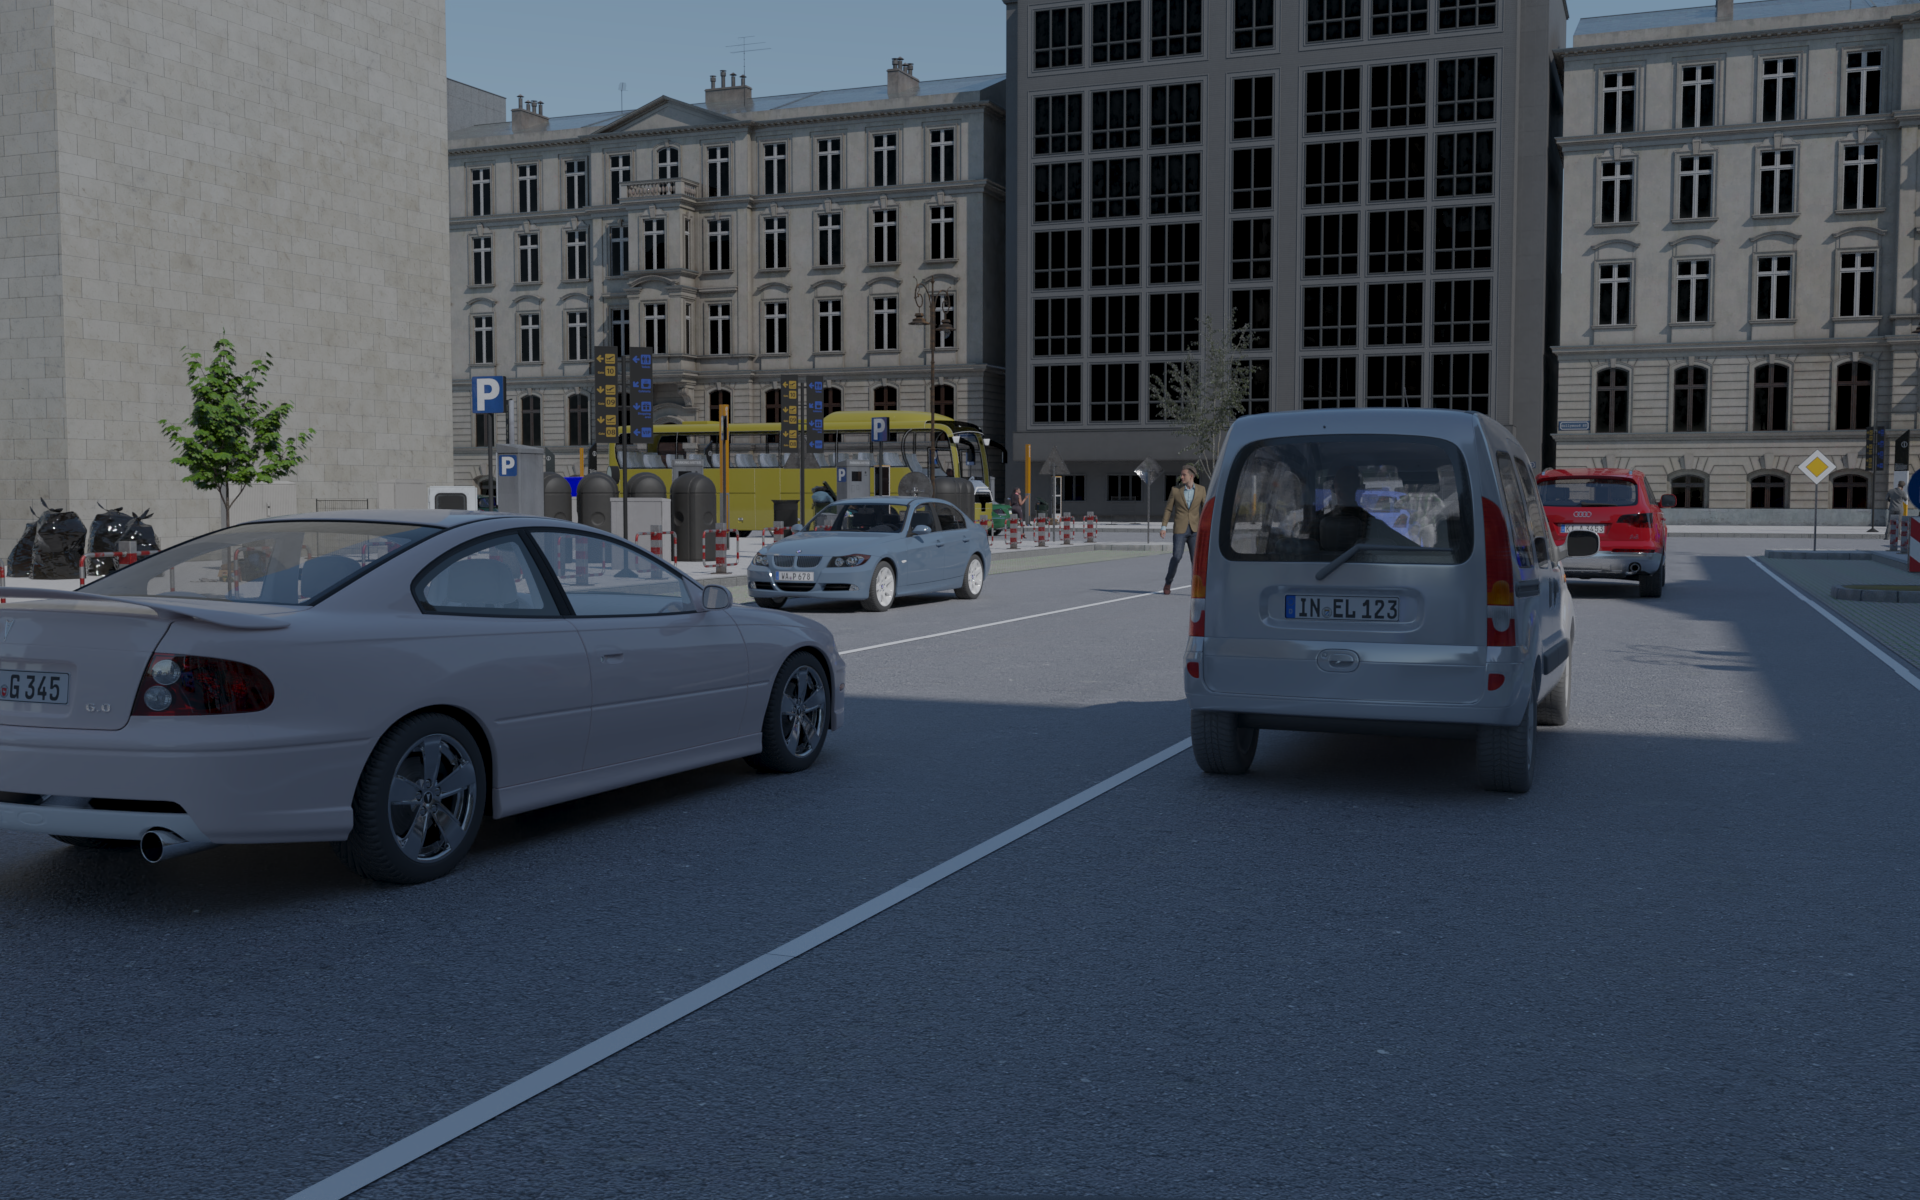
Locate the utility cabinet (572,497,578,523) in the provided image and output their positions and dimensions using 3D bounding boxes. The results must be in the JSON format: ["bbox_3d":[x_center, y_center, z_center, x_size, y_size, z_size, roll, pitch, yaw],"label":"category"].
[{"bbox_3d":[-8.947,-1.714,39.191,0.306,1.237,1.020,0,4,7],"label":"utility cabinet"}]

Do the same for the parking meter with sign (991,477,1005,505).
[{"bbox_3d":[1.095,-4.666,72.554,1.738,3.016,0.543,-3,4,-38],"label":"parking meter with sign"}]

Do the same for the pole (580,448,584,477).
[{"bbox_3d":[-16.713,-5.061,76.594,0.158,3.312,0.155,0,3,0],"label":"pole"}]

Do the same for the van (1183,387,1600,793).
[{"bbox_3d":[2.538,-0.174,9.858,2.013,2.044,4.112,1,4,23],"label":"van"}]

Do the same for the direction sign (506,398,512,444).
[{"bbox_3d":[-10.778,-3.027,41.486,0.379,3.537,0.876,-2,4,-23],"label":"direction sign"}]

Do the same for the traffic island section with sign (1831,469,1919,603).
[{"bbox_3d":[12.947,-0.905,23.423,1.989,1.847,2.006,1,4,22],"label":"traffic island section with sign"}]

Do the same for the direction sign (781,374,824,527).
[{"bbox_3d":[-3.000,-2.510,33.029,0.876,3.537,0.379,-2,4,-30],"label":"direction sign"}]

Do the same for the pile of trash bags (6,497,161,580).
[{"bbox_3d":[-14.118,-1.025,26.510,3.447,1.369,1.912,-2,4,-31],"label":"pile of trash bags"}]

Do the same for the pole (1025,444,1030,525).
[{"bbox_3d":[2.789,-4.729,71.155,0.158,3.312,0.155,0,3,0],"label":"pole"}]

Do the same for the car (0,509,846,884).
[{"bbox_3d":[-2.233,0.269,7.961,2.083,1.381,4.827,2,4,24],"label":"car"}]

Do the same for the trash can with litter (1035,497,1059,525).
[{"bbox_3d":[3.609,-3.667,71.346,1.055,1.170,0.624,1,4,20],"label":"trash can with litter"}]

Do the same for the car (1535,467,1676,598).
[{"bbox_3d":[9.397,-1.044,25.737,2.281,1.827,5.304,1,4,23],"label":"car"}]

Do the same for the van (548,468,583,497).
[{"bbox_3d":[-13.669,-3.475,61.195,5.245,2.365,2.240,1,4,21],"label":"van"}]

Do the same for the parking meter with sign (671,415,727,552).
[{"bbox_3d":[-6.047,-2.576,38.378,1.738,3.016,0.543,-1,4,-12],"label":"parking meter with sign"}]

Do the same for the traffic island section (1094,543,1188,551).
[{"bbox_3d":[4.850,-1.378,44.808,2.009,0.180,2.903,1,4,22],"label":"traffic island section"}]

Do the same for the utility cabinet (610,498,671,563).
[{"bbox_3d":[-5.389,-1.107,29.260,1.020,1.237,0.306,1,4,22],"label":"utility cabinet"}]

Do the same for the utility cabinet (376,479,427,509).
[{"bbox_3d":[-8.425,-1.069,26.149,0.318,1.500,1.173,0,4,5],"label":"utility cabinet"}]

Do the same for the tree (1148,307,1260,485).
[{"bbox_3d":[9.846,-7.218,68.385,4.360,8.622,3.978,0,3,0],"label":"tree"}]

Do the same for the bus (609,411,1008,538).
[{"bbox_3d":[-4.786,-3.739,52.683,12.252,3.916,2.896,1,4,21],"label":"bus"}]

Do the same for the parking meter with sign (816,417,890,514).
[{"bbox_3d":[-2.407,-2.598,38.733,1.738,3.016,0.543,-3,5,-43],"label":"parking meter with sign"}]

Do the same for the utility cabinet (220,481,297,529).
[{"bbox_3d":[-11.842,-1.261,29.289,0.318,1.500,1.173,3,5,44],"label":"utility cabinet"}]

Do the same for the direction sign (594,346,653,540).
[{"bbox_3d":[-5.161,-2.120,26.662,0.876,3.537,0.379,-1,4,-16],"label":"direction sign"}]

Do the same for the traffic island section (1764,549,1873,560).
[{"bbox_3d":[19.246,-1.020,38.964,2.009,0.180,2.903,1,4,22],"label":"traffic island section"}]

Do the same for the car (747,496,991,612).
[{"bbox_3d":[-1.081,-0.657,22.739,2.014,1.417,4.499,2,4,24],"label":"car"}]

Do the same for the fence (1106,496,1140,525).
[{"bbox_3d":[6.897,-3.781,73.020,0.480,1.192,2.264,2,4,33],"label":"fence"}]

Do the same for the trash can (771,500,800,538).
[{"bbox_3d":[-4.361,-1.940,43.373,0.748,1.137,0.748,0,3,0],"label":"trash can"}]

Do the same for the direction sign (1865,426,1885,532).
[{"bbox_3d":[30.685,-4.045,58.127,0.379,3.537,0.876,-1,4,-10],"label":"direction sign"}]

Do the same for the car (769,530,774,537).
[{"bbox_3d":[-4.545,-2.748,57.508,3.894,1.354,1.945,1,4,21],"label":"car"}]

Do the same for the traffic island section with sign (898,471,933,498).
[{"bbox_3d":[-0.969,-1.283,29.603,1.989,1.847,2.006,1,4,22],"label":"traffic island section with sign"}]

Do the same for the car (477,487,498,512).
[{"bbox_3d":[-17.541,-3.053,59.708,4.222,1.686,2.009,1,4,22],"label":"car"}]

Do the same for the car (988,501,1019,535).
[{"bbox_3d":[-0.407,-2.941,59.890,4.920,1.459,2.131,1,4,22],"label":"car"}]

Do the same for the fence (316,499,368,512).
[{"bbox_3d":[-11.976,-1.368,33.571,2.264,1.192,0.480,3,5,44],"label":"fence"}]

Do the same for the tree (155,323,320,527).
[{"bbox_3d":[-8.373,-1.526,19.547,1.663,3.219,1.824,0,3,0],"label":"tree"}]

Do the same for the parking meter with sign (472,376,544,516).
[{"bbox_3d":[-6.680,-1.846,26.447,0.543,3.016,1.738,1,4,20],"label":"parking meter with sign"}]

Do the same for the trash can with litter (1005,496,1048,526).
[{"bbox_3d":[2.415,-3.535,68.857,2.233,1.210,1.678,1,4,8],"label":"trash can with litter"}]

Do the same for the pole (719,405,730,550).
[{"bbox_3d":[-5.388,-2.799,39.603,0.158,3.312,0.155,0,3,0],"label":"pole"}]
